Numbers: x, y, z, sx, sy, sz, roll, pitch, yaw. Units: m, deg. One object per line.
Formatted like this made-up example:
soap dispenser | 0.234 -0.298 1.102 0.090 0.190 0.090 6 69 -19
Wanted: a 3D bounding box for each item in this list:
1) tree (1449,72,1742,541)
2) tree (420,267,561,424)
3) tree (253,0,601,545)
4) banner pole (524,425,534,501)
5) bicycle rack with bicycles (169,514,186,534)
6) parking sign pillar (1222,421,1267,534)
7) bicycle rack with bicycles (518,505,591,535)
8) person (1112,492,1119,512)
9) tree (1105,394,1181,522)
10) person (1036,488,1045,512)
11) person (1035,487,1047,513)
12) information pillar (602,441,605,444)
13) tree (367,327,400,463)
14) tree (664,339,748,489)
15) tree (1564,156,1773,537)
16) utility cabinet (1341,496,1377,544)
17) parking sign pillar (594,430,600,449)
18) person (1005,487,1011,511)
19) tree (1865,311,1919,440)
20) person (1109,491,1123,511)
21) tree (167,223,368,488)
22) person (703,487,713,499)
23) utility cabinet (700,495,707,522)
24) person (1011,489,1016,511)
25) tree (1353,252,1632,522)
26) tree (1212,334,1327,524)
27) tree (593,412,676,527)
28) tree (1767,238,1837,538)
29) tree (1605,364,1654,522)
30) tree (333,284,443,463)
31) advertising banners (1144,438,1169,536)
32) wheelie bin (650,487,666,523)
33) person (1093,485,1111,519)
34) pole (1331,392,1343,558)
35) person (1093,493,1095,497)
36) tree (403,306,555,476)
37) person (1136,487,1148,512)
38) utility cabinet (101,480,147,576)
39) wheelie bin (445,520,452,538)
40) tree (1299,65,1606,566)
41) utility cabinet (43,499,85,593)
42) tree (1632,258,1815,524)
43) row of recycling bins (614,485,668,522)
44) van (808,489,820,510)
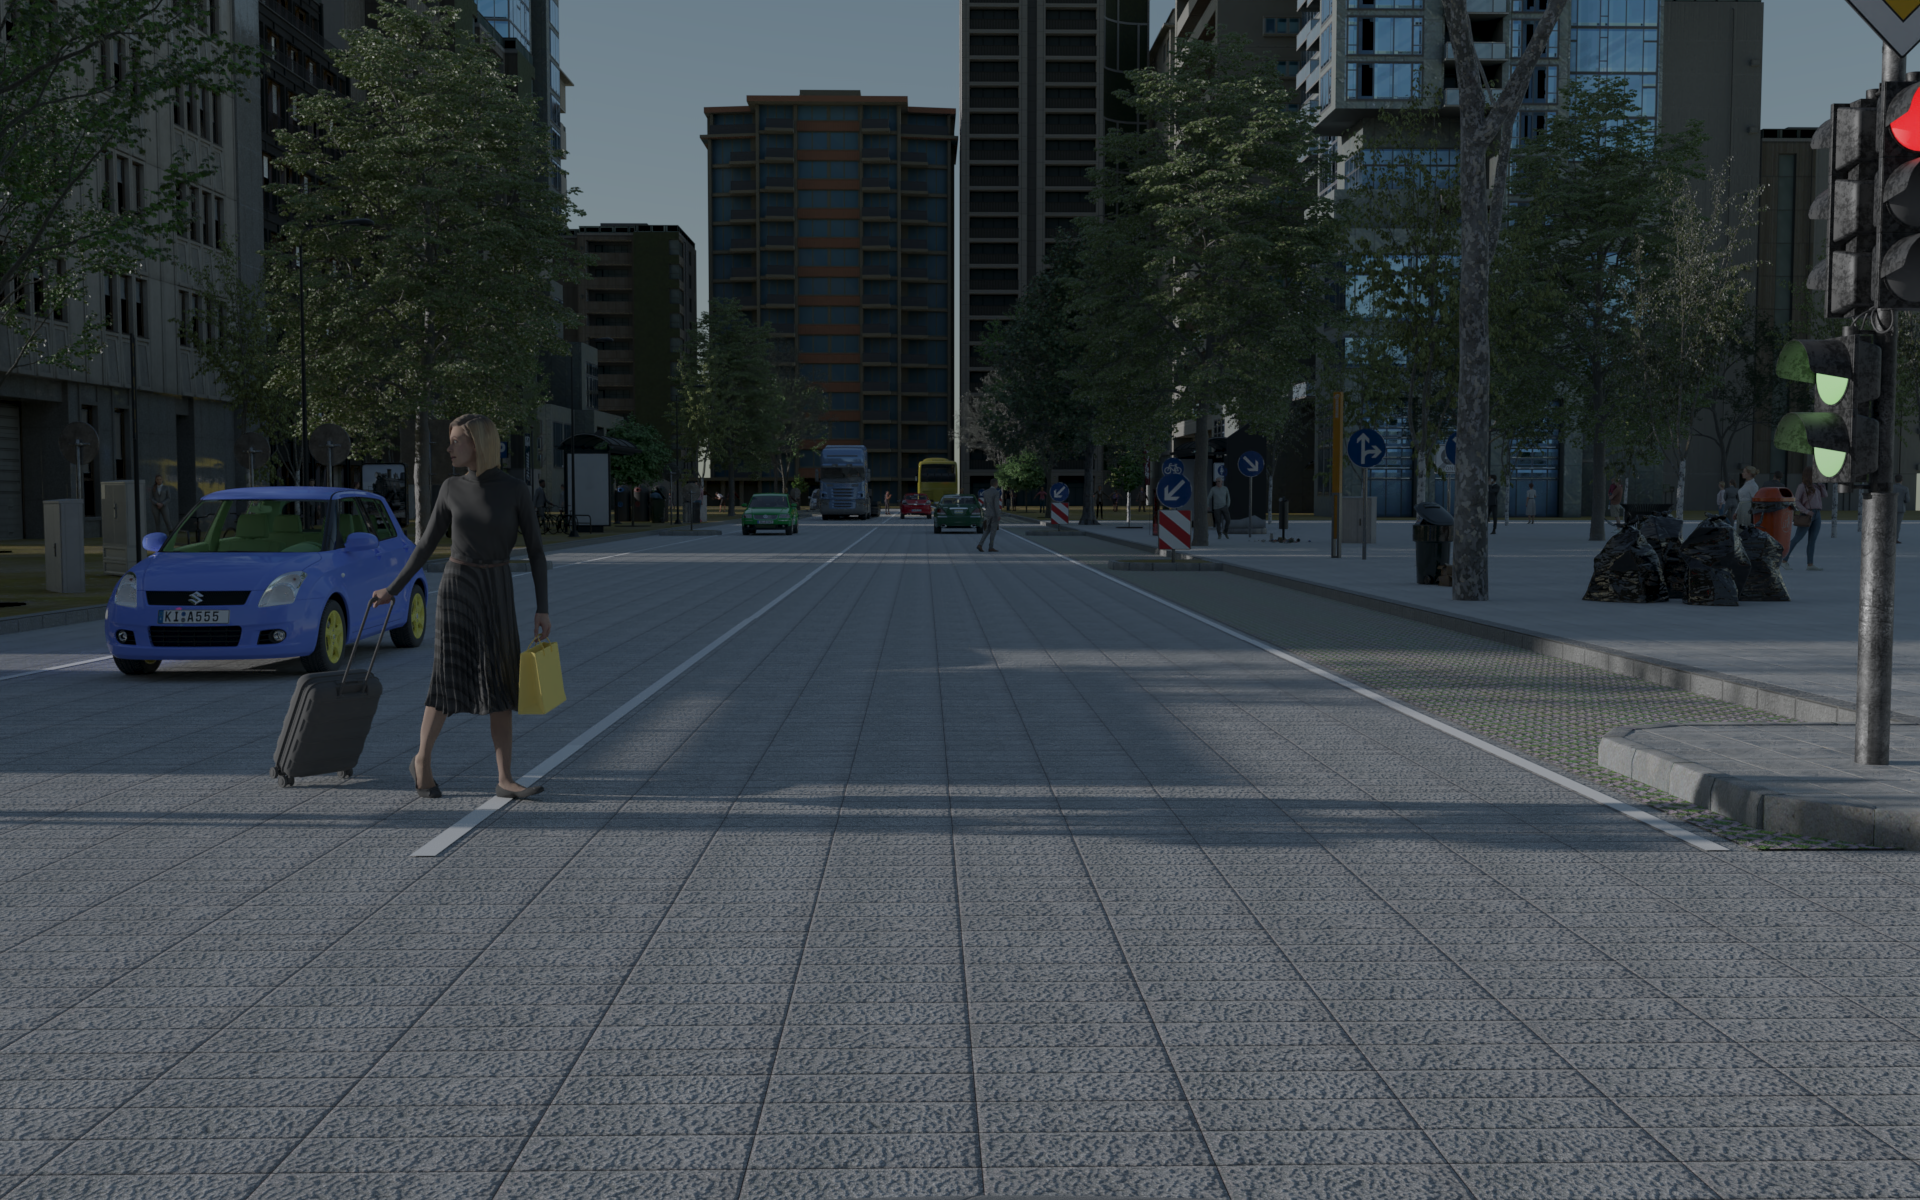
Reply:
tree | 17.434 -7.930 47.783 7.486 12.596 7.792 0 3 0
tree | -22.057 -9.308 77.933 9.928 11.665 9.643 0 3 0
tree | -12.037 -7.449 39.914 7.486 12.596 7.792 0 3 0
banner pole | -15.596 -4.452 62.805 0.401 3.779 0.863 1 4 11
bicycle rack with bicycles | -13.845 -1.204 33.067 2.852 0.926 2.925 -2 4 -33
parking sign pillar | 9.192 -4.120 55.833 1.447 3.967 1.447 0 4 -8
bicycle rack with bicycles | -13.114 -2.577 55.519 2.925 0.926 2.852 3 5 42
person | 11.168 -7.030 124.213 0.421 1.427 0.697 -1 4 -13
tree | 7.958 -7.940 80.179 4.737 8.622 4.395 0 3 0
person | 5.784 -7.077 122.476 1.217 1.735 0.721 2 4 29
person | 5.570 -6.735 116.888 1.217 1.743 0.721 1 4 15
information pillar | -14.614 -4.881 71.164 0.183 3.616 0.504 1 4 18
tree | -21.061 -6.362 54.377 4.737 8.622 4.395 0 3 0
tree | -12.373 -8.134 83.356 4.737 8.622 4.395 0 3 0
tree | 15.896 -5.383 38.371 4.360 8.622 3.978 0 3 0
utility cabinet | 10.374 -2.088 45.294 0.306 1.237 1.020 -3 5 -45
parking sign pillar | -15.637 -5.136 72.448 1.447 3.967 1.447 2 4 35
person | 3.712 -7.682 131.658 0.705 1.822 1.348 -2 4 -25
tree | 21.637 -5.375 38.239 4.360 8.622 3.978 0 3 0
person | 11.875 -7.684 132.391 1.217 1.735 0.721 1 4 18
tree | -19.584 -5.982 48.164 4.737 8.622 4.395 0 3 0
person | -16.850 -6.572 114.019 1.217 1.766 0.721 0 3 0
utility cabinet | -12.039 -4.211 80.016 0.306 1.237 1.020 1 4 16
person | 3.993 -7.461 129.496 0.415 1.643 0.593 0 4 7
tree | 18.772 -7.908 63.712 8.767 10.594 7.601 0 4 0
tree | 13.373 -7.534 73.544 4.360 8.622 3.978 0 3 0
tree | -12.891 -5.181 68.419 4.285 4.588 4.351 0 3 0
tree | 25.755 -6.110 50.253 4.737 8.622 4.395 0 3 0
tree | 31.108 -7.977 80.781 4.737 8.622 4.395 0 3 0
tree | -19.753 -6.717 60.191 4.360 8.622 3.978 0 3 0
advertising banners | 6.043 -3.488 53.216 0.090 3.025 2.074 -1 4 -16
wheelie bin | -13.371 -4.200 76.577 0.693 1.594 0.980 -1 4 -17
person | 7.286 -5.106 90.243 1.217 1.735 0.721 0 4 -2
pole | 7.550 -2.496 34.657 0.158 3.312 0.155 0 3 0
person | 11.036 -8.524 146.340 0.436 1.711 0.756 -1 4 -23
tree | -18.193 -7.138 67.062 4.737 8.622 4.395 0 3 0
person | 13.077 -7.182 124.023 0.990 1.755 0.434 -1 4 -18
utility cabinet | -13.035 -1.119 26.979 0.318 1.500 1.173 -3 5 -43
wheelie bin | -14.641 -2.614 50.644 0.980 1.594 0.693 3 5 41
tree | 8.464 -4.915 30.718 4.737 8.622 4.395 0 3 0
utility cabinet | -11.824 -0.714 22.844 0.306 1.237 1.020 -3 4 -38
tree | 30.031 -8.159 67.809 8.767 10.594 7.601 -1 4 -12
row of recycling bins | -15.214 -4.463 80.090 3.534 1.692 1.069 0 4 5
van | -11.267 -8.170 140.590 2.013 2.044 4.112 0 4 0
